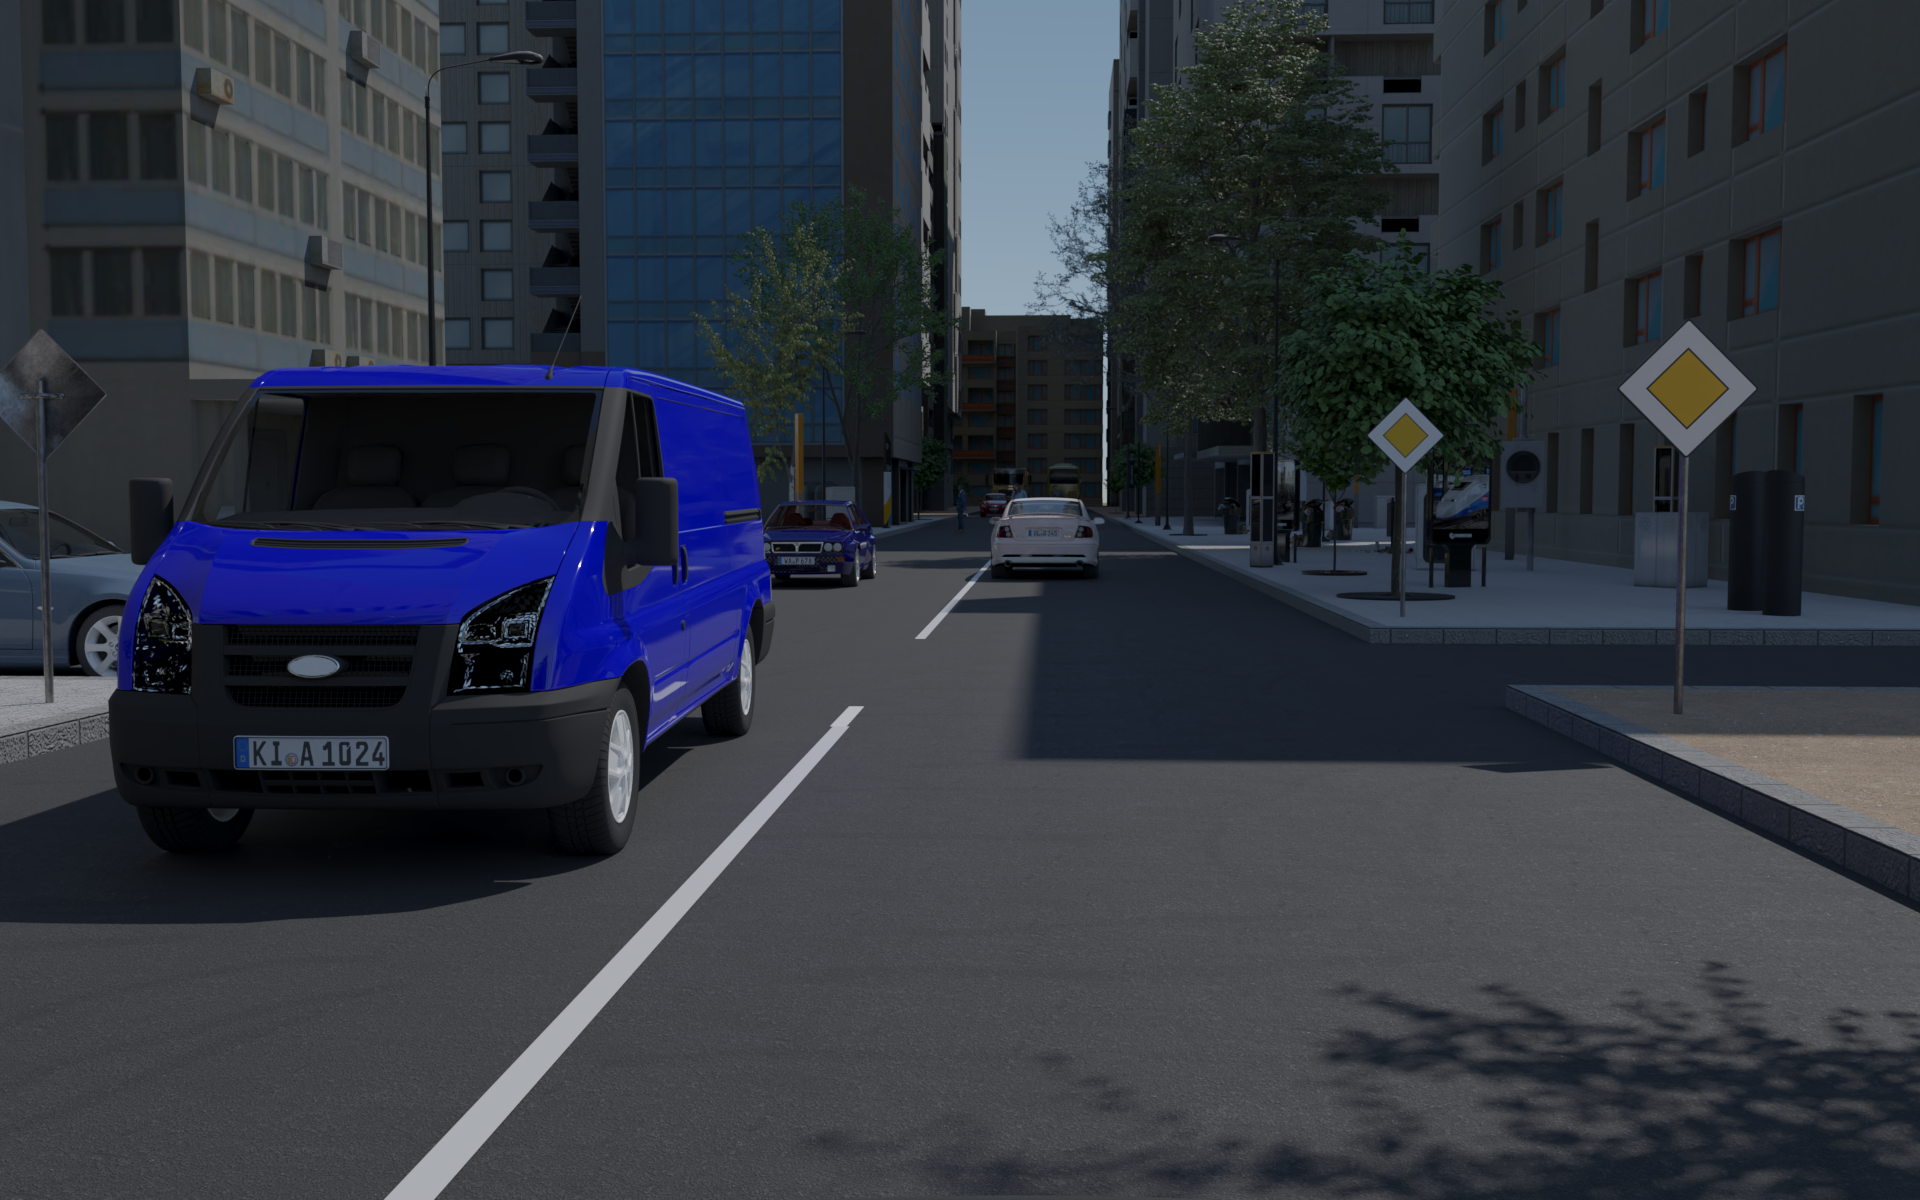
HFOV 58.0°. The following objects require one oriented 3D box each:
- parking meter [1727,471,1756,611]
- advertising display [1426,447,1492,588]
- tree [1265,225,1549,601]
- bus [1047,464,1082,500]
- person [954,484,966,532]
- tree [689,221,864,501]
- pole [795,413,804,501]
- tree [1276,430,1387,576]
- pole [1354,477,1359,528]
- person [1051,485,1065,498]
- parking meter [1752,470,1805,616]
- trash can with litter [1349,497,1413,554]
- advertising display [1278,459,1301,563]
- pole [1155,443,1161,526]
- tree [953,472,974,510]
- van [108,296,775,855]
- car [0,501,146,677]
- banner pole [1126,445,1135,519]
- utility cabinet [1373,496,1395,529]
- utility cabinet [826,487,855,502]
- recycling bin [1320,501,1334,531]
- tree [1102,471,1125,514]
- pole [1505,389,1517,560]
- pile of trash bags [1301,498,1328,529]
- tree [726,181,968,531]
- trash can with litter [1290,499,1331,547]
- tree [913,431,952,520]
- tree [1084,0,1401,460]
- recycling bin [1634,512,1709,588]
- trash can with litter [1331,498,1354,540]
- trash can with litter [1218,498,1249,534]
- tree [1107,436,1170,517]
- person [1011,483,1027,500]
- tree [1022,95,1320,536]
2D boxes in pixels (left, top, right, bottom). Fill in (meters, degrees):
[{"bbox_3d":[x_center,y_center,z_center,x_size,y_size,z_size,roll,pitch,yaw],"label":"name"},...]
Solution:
[{"bbox_3d":[8.688,-0.654,19.107,0.372,1.533,0.369,0,3,0],"label":"parking meter"},{"bbox_3d":[6.856,-1.137,23.802,0.974,1.923,0.123,-1,4,-19],"label":"advertising display"},{"bbox_3d":[5.399,-2.296,21.261,4.285,4.588,4.351,0,3,0],"label":"tree"},{"bbox_3d":[8.389,-9.046,139.440,2.896,3.916,12.252,0,4,4],"label":"bus"},{"bbox_3d":[0.039,-3.468,65.385,0.419,1.800,0.721,-1,4,-9],"label":"person"},{"bbox_3d":[-4.742,-5.864,46.233,4.737,8.622,4.395,0,3,0],"label":"tree"},{"bbox_3d":[-4.067,-3.060,43.872,0.158,3.312,0.155,0,3,0],"label":"pole"},{"bbox_3d":[6.092,-2.010,27.471,1.663,3.219,1.824,0,3,0],"label":"tree"},{"bbox_3d":[14.900,-4.357,65.081,0.158,3.312,0.155,0,3,0],"label":"pole"},{"bbox_3d":[4.407,-4.249,77.773,0.655,1.846,0.447,1,4,16],"label":"person"},{"bbox_3d":[8.706,-0.605,18.306,0.372,1.533,0.369,0,3,0],"label":"parking meter"},{"bbox_3d":[9.354,-1.642,37.903,1.678,1.210,2.233,1,4,14],"label":"trash can with litter"},{"bbox_3d":[6.077,-1.675,32.599,0.123,1.923,0.974,-1,4,-22],"label":"advertising display"},{"bbox_3d":[7.981,-4.645,69.793,0.158,3.312,0.155,0,3,0],"label":"pole"},{"bbox_3d":[0.013,-8.796,138.408,1.663,3.219,1.824,0,3,0],"label":"tree"},{"bbox_3d":[-2.223,-0.262,8.674,2.240,2.365,5.245,0,4,1],"label":"van"},{"bbox_3d":[-7.649,-0.095,13.548,4.499,1.417,2.014,0,4,1],"label":"car"},{"bbox_3d":[8.671,-6.013,88.335,0.401,3.779,0.863,3,5,42],"label":"banner pole"},{"bbox_3d":[15.877,-3.245,64.221,1.020,1.237,0.306,0,4,-8],"label":"utility cabinet"},{"bbox_3d":[-3.605,-2.653,52.057,0.318,1.500,1.173,2,4,29],"label":"utility cabinet"},{"bbox_3d":[12.866,-2.974,61.175,0.722,1.027,0.722,2,4,31],"label":"recycling bin"},{"bbox_3d":[10.204,-7.340,114.617,1.663,3.219,1.824,0,3,0],"label":"tree"},{"bbox_3d":[10.714,-2.436,33.672,0.158,3.312,0.155,0,3,0],"label":"pole"},{"bbox_3d":[12.375,-3.311,63.887,3.447,1.369,1.912,0,4,5],"label":"pile of trash bags"},{"bbox_3d":[-3.726,-8.160,59.175,9.928,11.665,9.643,0,3,0],"label":"tree"},{"bbox_3d":[8.347,-1.871,41.970,0.624,1.170,1.055,-2,4,-26],"label":"trash can with litter"},{"bbox_3d":[-2.793,-6.651,92.461,4.285,4.588,4.351,0,3,0],"label":"tree"},{"bbox_3d":[6.598,-7.449,39.914,7.486,12.596,7.792,0,3,0],"label":"tree"},{"bbox_3d":[9.841,-0.698,23.961,0.722,1.027,0.722,-3,4,-37],"label":"recycling bin"},{"bbox_3d":[10.498,-2.246,48.108,0.624,1.170,1.055,-1,4,-17],"label":"trash can with litter"},{"bbox_3d":[8.712,-2.668,55.002,0.624,1.170,1.055,3,5,41],"label":"trash can with litter"},{"bbox_3d":[9.785,-6.868,95.999,4.285,4.588,4.351,0,3,0],"label":"tree"},{"bbox_3d":[2.056,-3.042,58.506,0.793,1.790,0.793,0,4,-5],"label":"person"},{"bbox_3d":[7.009,-8.737,53.212,12.009,13.543,11.850,0,3,0],"label":"tree"}]
